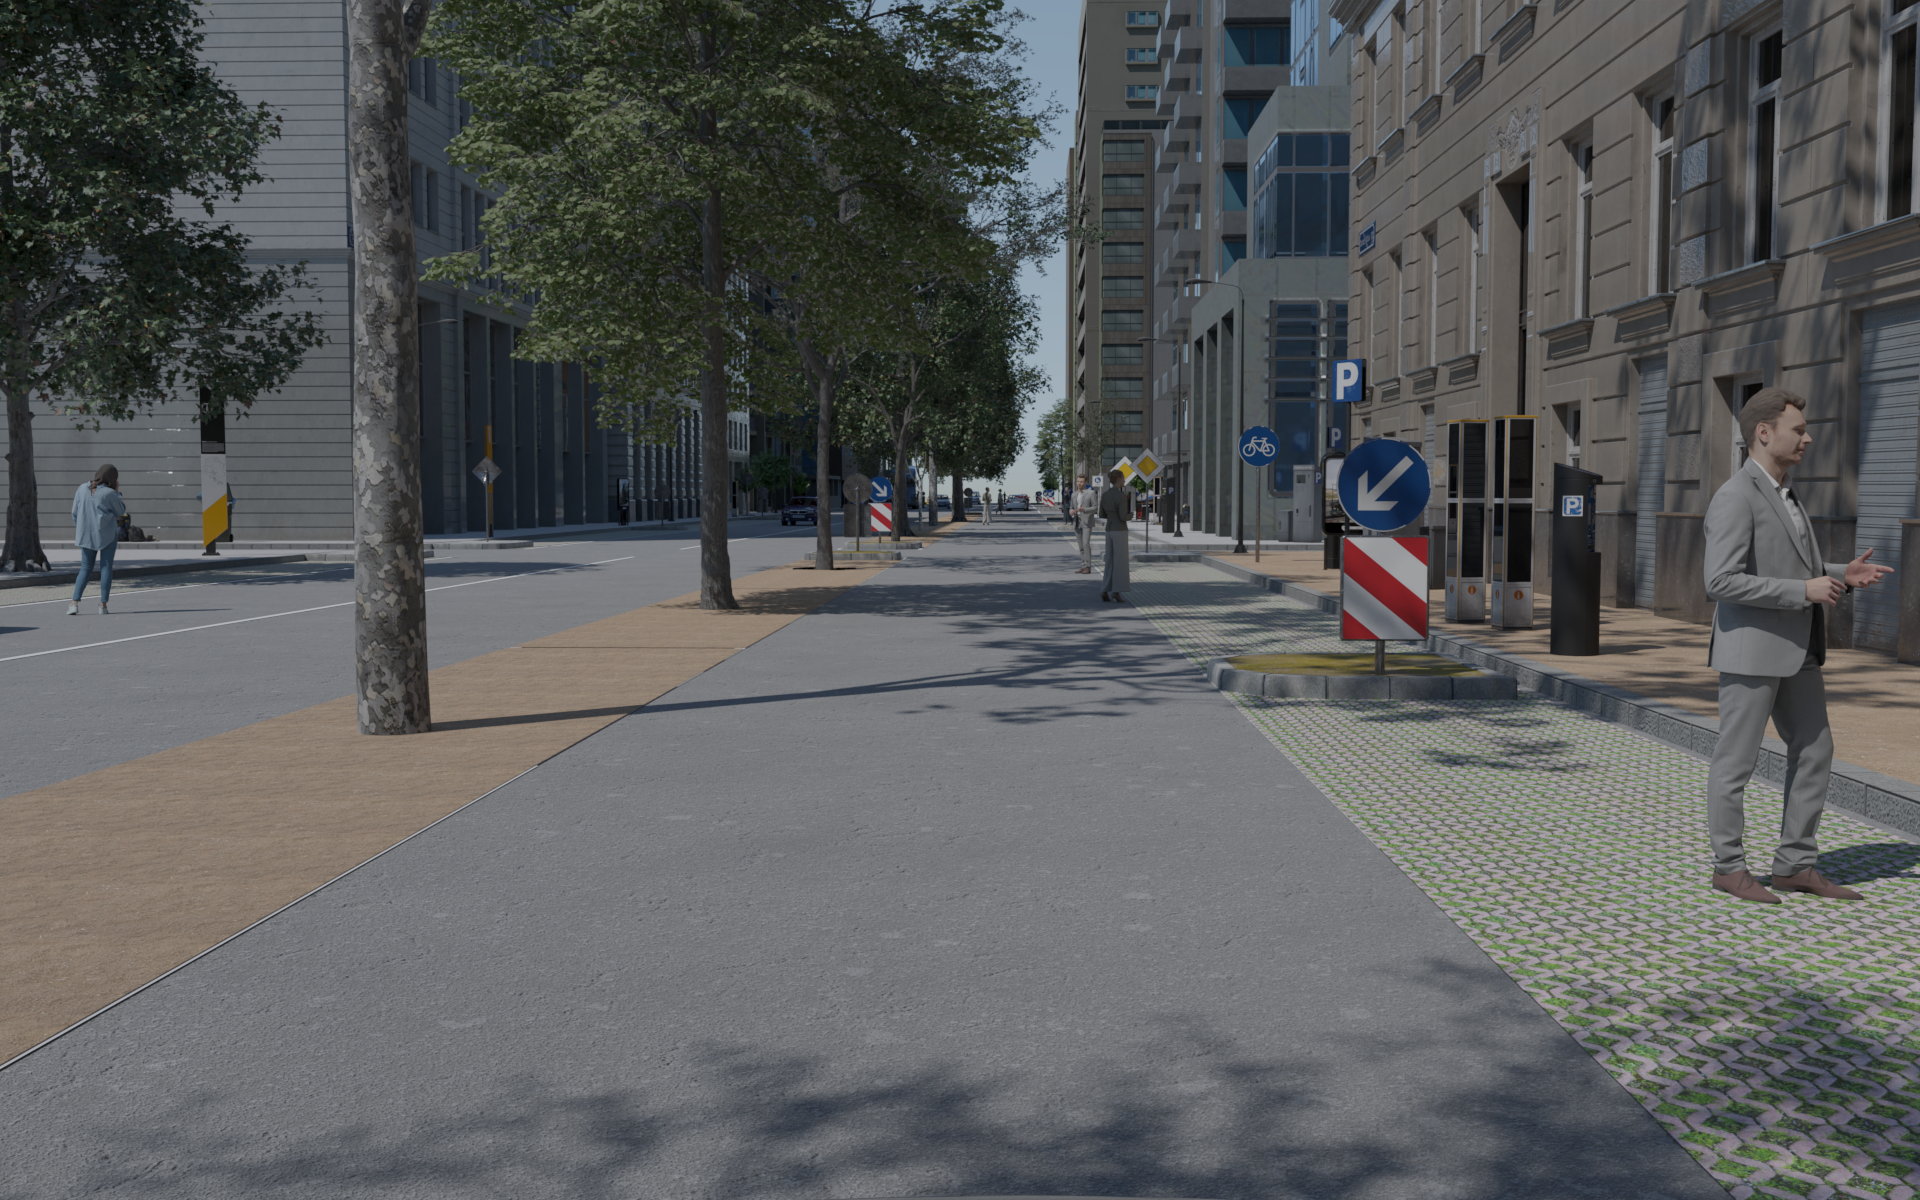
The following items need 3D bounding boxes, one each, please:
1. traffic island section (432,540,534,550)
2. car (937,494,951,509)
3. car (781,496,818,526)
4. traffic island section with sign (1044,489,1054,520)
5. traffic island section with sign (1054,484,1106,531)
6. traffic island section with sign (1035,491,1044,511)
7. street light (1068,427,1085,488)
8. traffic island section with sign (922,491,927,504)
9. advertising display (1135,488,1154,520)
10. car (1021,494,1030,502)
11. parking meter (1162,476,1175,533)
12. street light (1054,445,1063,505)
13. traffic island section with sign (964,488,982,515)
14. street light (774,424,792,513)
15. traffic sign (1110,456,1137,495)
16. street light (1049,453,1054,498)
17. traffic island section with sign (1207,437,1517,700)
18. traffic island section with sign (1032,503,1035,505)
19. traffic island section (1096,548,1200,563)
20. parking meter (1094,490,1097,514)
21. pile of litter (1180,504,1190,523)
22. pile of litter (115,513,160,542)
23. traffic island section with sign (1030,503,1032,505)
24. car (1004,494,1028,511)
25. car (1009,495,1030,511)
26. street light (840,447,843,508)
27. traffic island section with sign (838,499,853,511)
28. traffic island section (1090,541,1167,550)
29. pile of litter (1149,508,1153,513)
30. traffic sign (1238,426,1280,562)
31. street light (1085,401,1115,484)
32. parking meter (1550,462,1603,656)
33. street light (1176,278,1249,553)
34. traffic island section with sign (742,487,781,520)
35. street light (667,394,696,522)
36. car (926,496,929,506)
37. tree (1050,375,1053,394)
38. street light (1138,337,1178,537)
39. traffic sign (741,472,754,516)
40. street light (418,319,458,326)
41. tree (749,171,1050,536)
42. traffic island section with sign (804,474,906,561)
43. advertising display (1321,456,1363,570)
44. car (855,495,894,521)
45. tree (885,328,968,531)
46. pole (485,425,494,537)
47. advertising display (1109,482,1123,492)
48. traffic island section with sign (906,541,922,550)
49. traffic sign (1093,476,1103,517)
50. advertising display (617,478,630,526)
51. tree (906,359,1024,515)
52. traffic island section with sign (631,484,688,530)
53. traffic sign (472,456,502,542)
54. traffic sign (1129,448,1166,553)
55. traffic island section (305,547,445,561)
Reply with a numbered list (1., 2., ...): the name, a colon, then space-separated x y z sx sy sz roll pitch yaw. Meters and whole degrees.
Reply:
1. traffic island section: -12.624 -1.463 46.206 2.009 0.180 2.903 0 4 2
2. car: -1.819 -9.473 166.892 2.014 1.417 4.499 0 3 0
3. car: -7.135 -4.091 79.466 1.945 1.354 3.894 0 4 3
4. traffic island section with sign: 5.742 -5.269 94.784 1.989 1.847 2.006 0 4 2
5. traffic island section with sign: 4.802 -3.619 67.798 1.989 1.847 2.006 0 4 2
6. traffic island section with sign: 7.477 -8.335 144.911 1.989 1.847 2.006 0 4 2
7. street light: 8.384 -9.053 120.552 1.470 5.913 1.316 0 4 2
8. traffic island section with sign: -5.368 -15.082 255.214 1.989 1.847 2.006 0 4 2
9. advertising display: 9.021 -4.832 84.219 0.974 1.923 0.123 1 4 11
10. car: 8.043 -13.137 223.823 2.155 1.783 4.494 0 4 1
11. parking meter: 6.833 -3.125 56.798 0.399 1.863 0.255 -2 4 -28
12. street light: 9.837 -11.607 162.309 1.470 5.913 1.316 0 4 2
13. traffic island section with sign: 0.551 -6.878 120.589 2.006 1.907 1.989 0 4 2
14. street light: -11.717 -8.716 115.050 1.470 5.913 1.316 0 4 2
15. traffic sign: 4.334 -2.562 45.537 0.795 2.450 0.064 0 4 2
16. street light: 11.524 -14.607 211.362 1.470 5.913 1.316 0 4 2
17. traffic island section with sign: 2.899 -0.265 12.954 1.989 1.847 2.006 0 4 2
18. traffic island section with sign: 8.429 -10.005 172.210 1.989 1.847 2.006 0 4 2
19. traffic island section: 4.080 -0.939 37.633 2.009 0.180 2.903 0 4 2
20. parking meter: 8.509 -6.145 108.885 0.372 1.533 0.369 0 3 0
21. pile of litter: 10.329 -3.853 76.954 1.176 0.858 1.719 3 4 36
22. pile of litter: -22.428 -1.989 46.480 1.719 0.858 1.176 1 4 9
23. traffic island section with sign: 10.358 -13.404 227.783 1.989 1.847 2.006 0 4 2
24. car: 4.714 -8.123 144.819 2.014 1.417 4.499 0 4 3
25. car: 5.059 -8.359 149.250 1.945 1.354 3.894 0 4 1
26. street light: -10.195 -11.291 157.149 1.470 5.913 1.316 0 4 2
27. traffic island section with sign: -9.171 -8.388 145.771 1.989 1.847 2.006 0 4 2
28. traffic island section: 4.357 -1.427 45.613 2.009 0.180 2.903 0 4 2
29. pile of litter: 12.748 -6.274 116.553 1.719 0.858 1.176 1 4 12
30. traffic sign: 5.586 -1.978 32.440 0.768 2.556 0.104 0 4 5
31. street light: 7.139 -6.949 86.156 1.470 5.913 1.316 0 4 2
32. parking meter: 4.917 -0.331 13.815 0.372 1.533 0.369 0 3 0
33. street light: 5.551 -3.970 37.455 1.470 5.913 1.316 0 4 2
34. traffic island section with sign: -10.915 -5.319 95.592 1.989 1.847 2.006 0 4 2
35. street light: -12.936 -6.612 80.653 1.470 5.913 1.316 0 4 2
36. car: -3.189 -12.358 212.272 2.015 1.641 3.980 0 4 2
37. tree: -0.048 -10.322 88.224 9.611 12.733 9.660 0 3 0
38. street light: 5.958 -4.823 51.389 1.470 5.913 1.316 0 4 2
39. traffic sign: -12.412 -6.167 100.936 0.768 2.556 0.104 0 4 6
40. street light: -14.021 -4.502 46.150 1.470 5.913 1.316 0 4 2
41. tree: -2.000 -8.485 58.196 9.611 12.733 9.660 0 3 0
42. traffic island section with sign: -2.315 -1.832 38.093 2.006 1.907 1.989 0 4 2
43. advertising display: 6.596 -1.468 29.215 0.974 1.923 0.123 0 4 -1
44. car: -3.443 -3.695 72.420 2.014 1.417 4.499 0 4 2
45. tree: -1.575 -7.012 67.463 4.737 8.622 4.395 0 3 0
46. pole: -13.973 -3.519 51.386 0.158 3.312 0.155 0 3 0
47. advertising display: 7.365 -4.685 81.809 0.123 1.923 0.974 -2 4 -28
48. traffic island section with sign: -2.048 -2.285 45.496 2.006 1.907 1.989 0 4 2
49. traffic sign: 7.772 -5.848 97.752 0.606 2.300 0.079 0 4 5
50. advertising display: -13.641 -3.972 70.150 0.123 1.923 0.974 1 4 13
51. tree: 0.037 -12.674 116.325 9.857 13.997 8.962 0 3 0
52. traffic island section with sign: -11.851 -3.671 68.653 1.989 1.847 2.006 0 4 2
53. traffic sign: -12.600 -2.599 46.143 0.795 2.450 0.064 0 4 2
54. traffic sign: 4.056 -2.074 37.557 0.795 2.450 0.064 0 4 2
55. traffic island section: -12.901 -0.975 38.226 2.009 0.180 2.903 0 4 2
